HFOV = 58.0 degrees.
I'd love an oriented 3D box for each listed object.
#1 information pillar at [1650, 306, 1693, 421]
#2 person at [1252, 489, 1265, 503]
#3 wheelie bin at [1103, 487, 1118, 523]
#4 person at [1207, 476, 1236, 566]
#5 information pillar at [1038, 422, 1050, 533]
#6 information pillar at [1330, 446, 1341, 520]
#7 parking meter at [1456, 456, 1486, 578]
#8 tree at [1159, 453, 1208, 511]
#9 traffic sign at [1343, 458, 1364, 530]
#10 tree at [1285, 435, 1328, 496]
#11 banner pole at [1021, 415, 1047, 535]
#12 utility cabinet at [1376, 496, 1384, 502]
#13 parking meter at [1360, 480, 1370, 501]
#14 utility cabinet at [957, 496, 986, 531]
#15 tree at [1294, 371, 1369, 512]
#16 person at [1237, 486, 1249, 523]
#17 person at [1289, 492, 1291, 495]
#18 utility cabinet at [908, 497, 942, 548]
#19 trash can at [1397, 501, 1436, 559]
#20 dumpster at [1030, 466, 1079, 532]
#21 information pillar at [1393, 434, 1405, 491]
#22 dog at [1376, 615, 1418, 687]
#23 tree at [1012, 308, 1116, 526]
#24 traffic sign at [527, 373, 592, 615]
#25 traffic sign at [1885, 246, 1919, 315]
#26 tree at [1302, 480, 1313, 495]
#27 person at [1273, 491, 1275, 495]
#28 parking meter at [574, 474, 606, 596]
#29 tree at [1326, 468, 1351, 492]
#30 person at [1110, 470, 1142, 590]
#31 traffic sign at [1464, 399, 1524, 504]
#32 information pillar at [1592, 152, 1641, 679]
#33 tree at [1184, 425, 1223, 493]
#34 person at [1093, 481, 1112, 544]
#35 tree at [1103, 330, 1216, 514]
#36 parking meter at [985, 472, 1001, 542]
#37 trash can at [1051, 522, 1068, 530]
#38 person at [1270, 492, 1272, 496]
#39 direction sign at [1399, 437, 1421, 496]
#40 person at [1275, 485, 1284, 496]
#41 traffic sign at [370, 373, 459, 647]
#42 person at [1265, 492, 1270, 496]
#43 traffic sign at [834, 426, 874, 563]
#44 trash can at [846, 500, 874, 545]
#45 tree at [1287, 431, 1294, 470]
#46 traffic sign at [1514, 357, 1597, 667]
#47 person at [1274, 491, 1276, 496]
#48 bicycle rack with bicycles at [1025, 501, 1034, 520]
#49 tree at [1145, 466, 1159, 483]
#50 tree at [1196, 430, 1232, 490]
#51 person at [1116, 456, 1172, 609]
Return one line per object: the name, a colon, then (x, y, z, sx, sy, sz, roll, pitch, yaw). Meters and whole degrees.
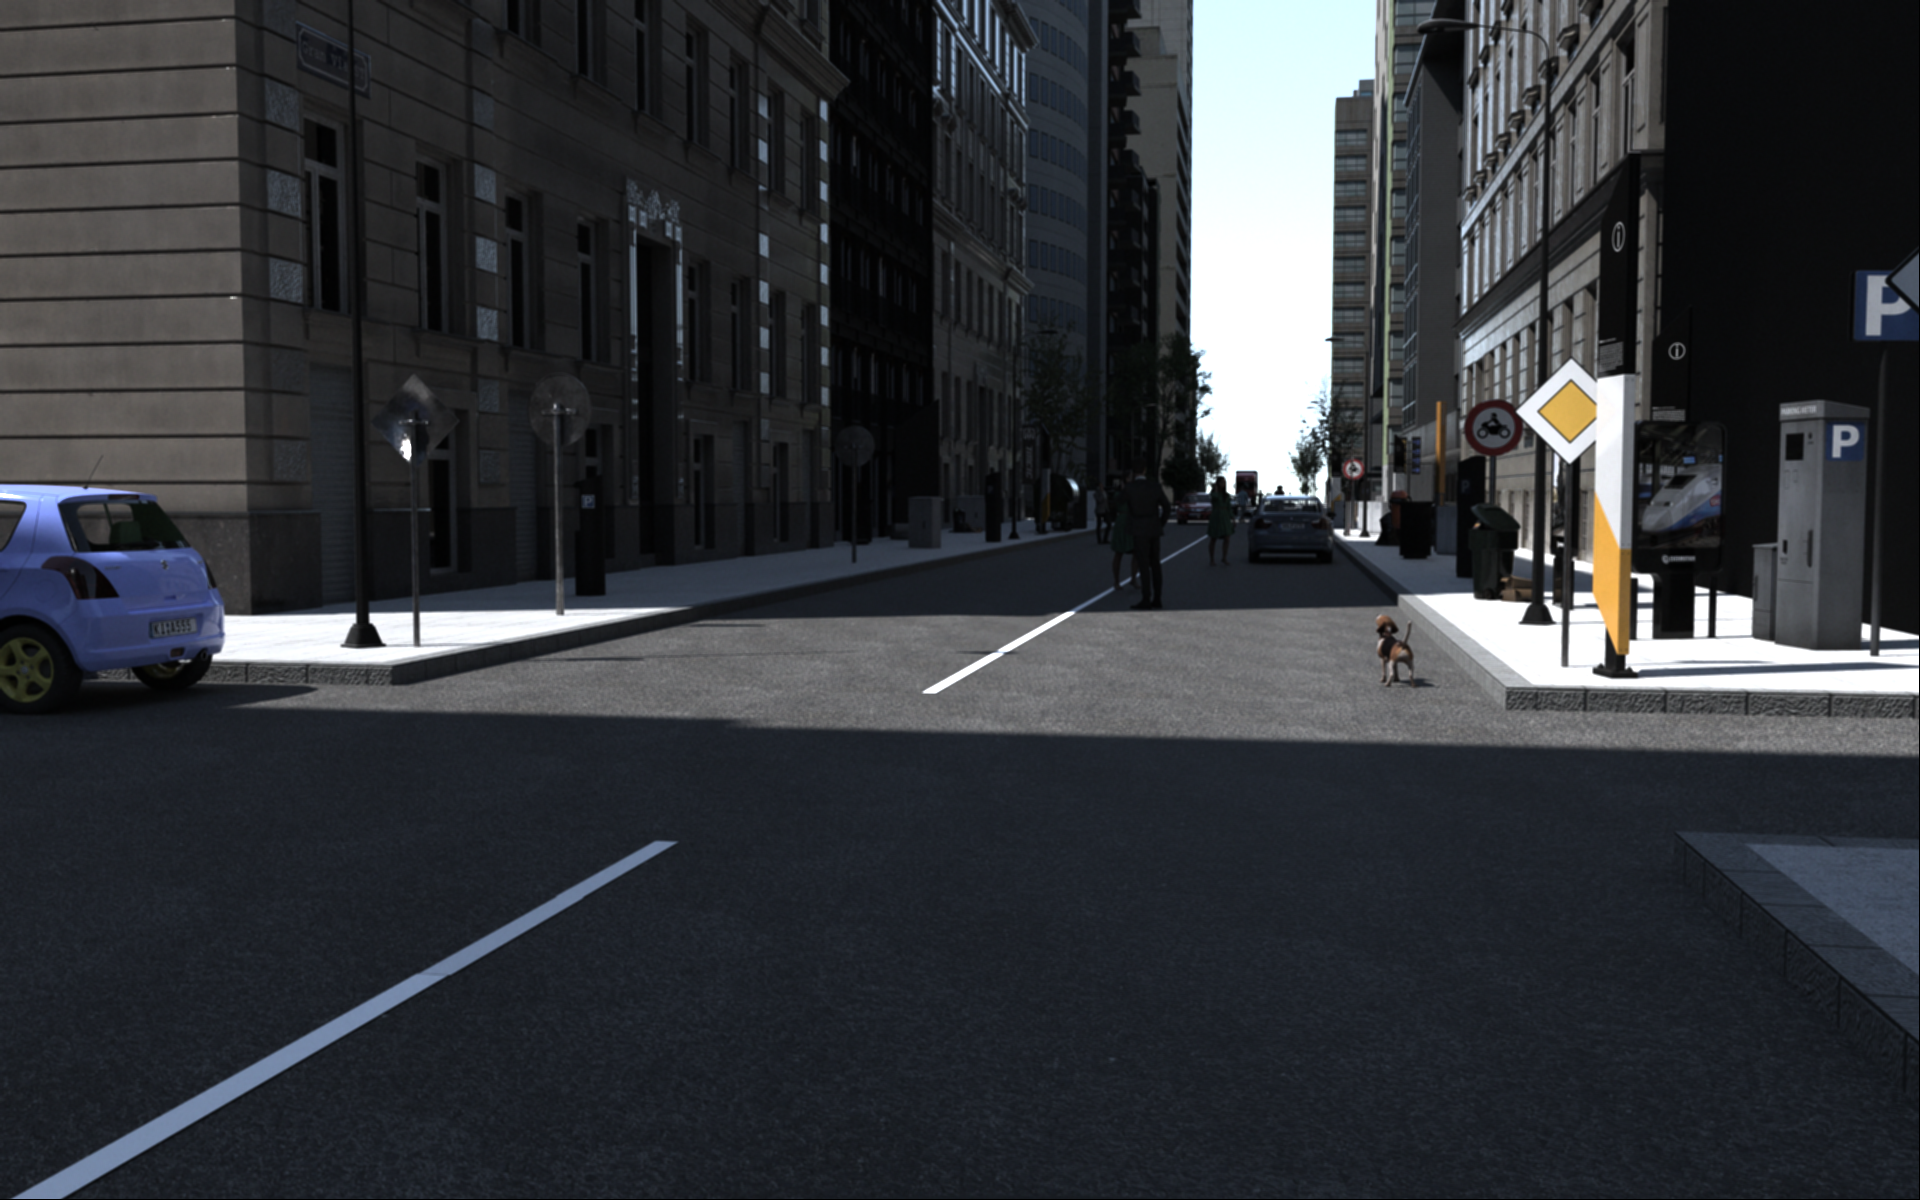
information pillar: (8.936, -1.862, 21.792, 0.183, 3.616, 0.504, -3, 5, -43)
person: (24.692, -8.194, 142.477, 1.348, 1.824, 0.705, 2, 4, 29)
wheelie bin: (6.821, -4.290, 78.052, 0.980, 1.594, 0.693, 0, 4, -5)
person: (5.210, -1.587, 34.696, 0.600, 1.795, 0.529, -2, 4, -27)
information pillar: (2.766, -3.982, 56.460, 0.183, 3.616, 0.504, -2, 4, -29)
information pillar: (18.439, -5.725, 84.962, 0.504, 3.616, 0.183, -1, 4, -12)
parking meter: (7.841, -1.278, 26.600, 0.255, 1.863, 0.399, -2, 4, -27)
tree: (19.859, -10.207, 150.605, 4.285, 4.588, 4.351, 0, 3, 0)
traffic sign: (14.089, -3.788, 62.038, 0.768, 2.556, 0.104, 1, 4, 15)
tree: (44.361, -16.757, 224.342, 4.737, 8.622, 4.395, 0, 3, 0)
banner pole: (2.337, -3.960, 54.760, 0.863, 3.779, 0.401, -1, 4, -17)
utility cabinet: (16.729, -3.541, 69.059, 0.306, 1.237, 1.020, 1, 4, 12)
parking meter: (16.873, -4.067, 72.207, 0.399, 1.863, 0.255, 1, 4, 9)
utility cabinet: (0.409, -3.014, 60.443, 1.020, 1.237, 0.306, 1, 4, 13)
tree: (22.194, -9.346, 103.176, 4.360, 8.622, 3.978, 0, 3, 0)
person: (13.981, -4.744, 85.927, 0.748, 1.841, 0.638, -3, 5, -39)
person: (36.969, -11.323, 194.436, 0.445, 1.727, 0.742, 0, 4, -8)
utility cabinet: (-0.849, -1.843, 41.288, 0.306, 1.237, 1.020, -2, 4, -35)
trash can: (9.042, -1.390, 34.372, 0.748, 1.137, 0.748, 0, 3, 0)
dumpster: (3.237, -3.476, 59.325, 1.502, 2.255, 1.985, 1, 4, 10)
information pillar: (17.130, -4.665, 67.624, 0.504, 3.616, 0.183, -2, 4, -25)
dog: (3.262, 0.383, 13.024, 0.406, 0.507, 0.540, -3, 5, -43)
tree: (3.876, -7.219, 68.399, 4.737, 8.622, 4.395, 0, 3, 0)
traffic sign: (-4.239, -1.111, 18.279, 0.768, 2.556, 0.104, 1, 4, 18)
traffic sign: (3.029, -0.079, 4.931, 0.795, 2.450, 0.064, 1, 4, 10)
tree: (43.265, -13.635, 217.535, 1.663, 3.219, 1.824, 0, 3, 0)
person: (43.170, -14.004, 237.455, 1.348, 1.826, 0.705, 2, 4, 30)
parking meter: (-4.687, -0.827, 21.927, 0.372, 1.533, 0.369, 0, 3, 0)
tree: (23.718, -7.013, 109.271, 1.663, 3.219, 1.824, 0, 3, 0)
person: (2.513, -1.053, 25.959, 0.600, 1.795, 0.529, -2, 4, -34)
traffic sign: (7.174, -1.421, 23.337, 0.768, 2.556, 0.104, 1, 4, 17)
information pillar: (4.612, -1.274, 12.178, 0.183, 3.616, 0.504, 0, 4, -1)
tree: (27.012, -14.668, 190.176, 4.360, 8.622, 3.978, 0, 3, 0)
person: (4.114, -2.517, 49.834, 0.592, 1.802, 0.473, -2, 4, -31)
tree: (12.602, -11.242, 109.570, 9.928, 11.665, 9.643, 0, 3, 0)
parking meter: (0.882, -2.483, 46.311, 0.399, 1.863, 0.255, 3, 5, 40)
trash can: (3.533, -3.035, 61.270, 0.748, 1.137, 0.748, 0, 3, 0)
person: (41.231, -13.555, 230.648, 0.617, 1.759, 0.750, -3, 5, -40)
direction sign: (17.839, -4.700, 68.847, 0.876, 3.537, 0.379, 1, 4, 20)
person: (14.269, -4.212, 77.341, 0.573, 1.828, 0.580, -1, 4, -22)
traffic sign: (-4.554, -0.662, 14.471, 0.795, 2.450, 0.064, 1, 4, 10)
person: (36.566, -12.055, 206.304, 0.721, 1.736, 1.217, -2, 4, -32)
traffic sign: (-1.977, -1.967, 32.272, 0.768, 2.556, 0.104, 1, 4, 11)
trash can: (-2.540, -1.973, 43.911, 0.748, 1.137, 0.748, 0, 3, 0)
tree: (36.803, -14.286, 183.934, 4.360, 8.622, 3.978, 0, 3, 0)
traffic sign: (4.483, -0.559, 12.783, 0.795, 2.450, 0.064, 1, 4, 10)
person: (33.788, -10.802, 185.823, 0.721, 1.736, 1.217, 1, 4, 20)
bicycle rack with bicycles: (3.752, -4.502, 86.991, 2.852, 0.926, 2.925, -1, 4, -12)
tree: (10.980, -6.706, 104.243, 1.663, 3.219, 1.824, 0, 3, 0)
tree: (29.312, -15.249, 199.691, 4.737, 8.622, 4.395, 0, 3, 0)
person: (2.283, -0.844, 21.663, 0.648, 1.900, 0.474, -2, 4, -29)
